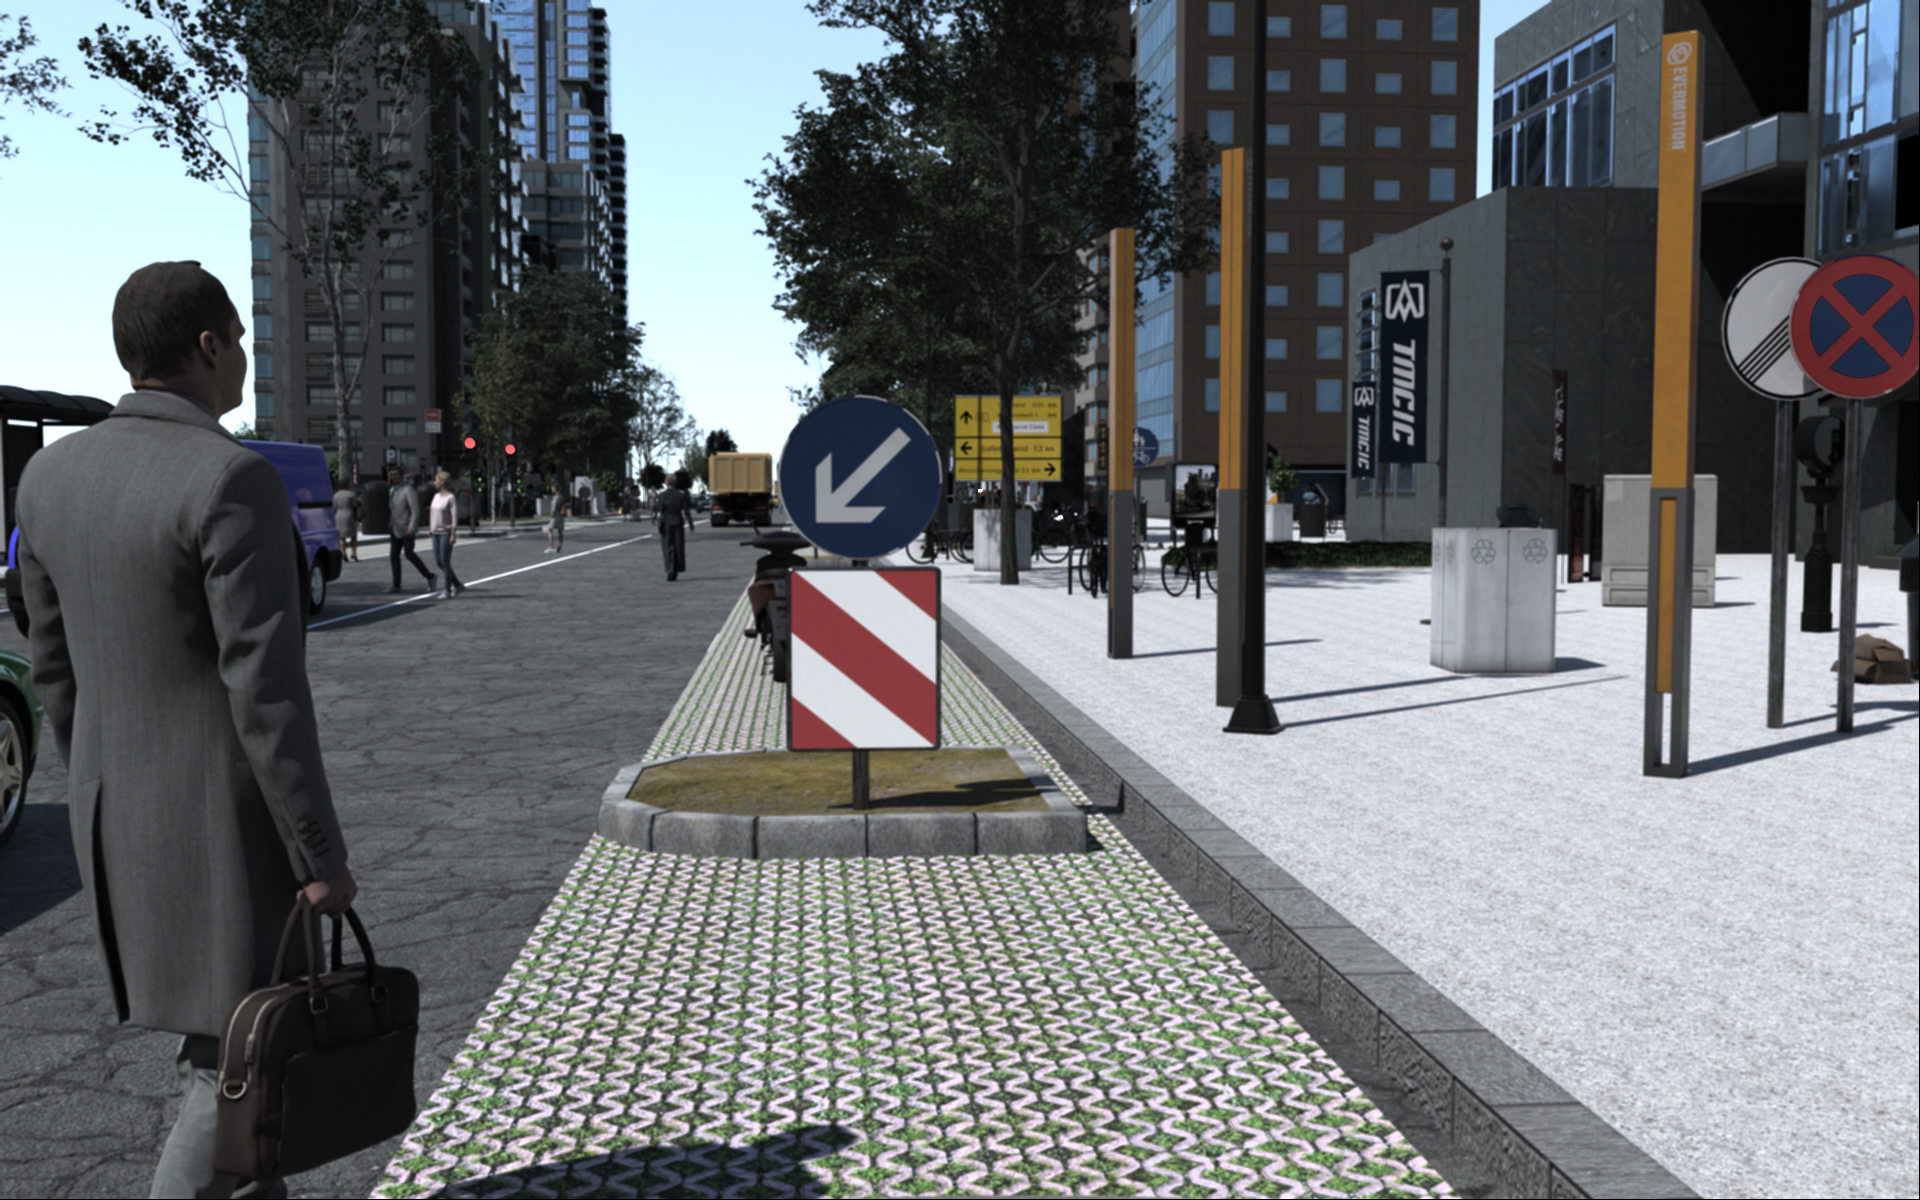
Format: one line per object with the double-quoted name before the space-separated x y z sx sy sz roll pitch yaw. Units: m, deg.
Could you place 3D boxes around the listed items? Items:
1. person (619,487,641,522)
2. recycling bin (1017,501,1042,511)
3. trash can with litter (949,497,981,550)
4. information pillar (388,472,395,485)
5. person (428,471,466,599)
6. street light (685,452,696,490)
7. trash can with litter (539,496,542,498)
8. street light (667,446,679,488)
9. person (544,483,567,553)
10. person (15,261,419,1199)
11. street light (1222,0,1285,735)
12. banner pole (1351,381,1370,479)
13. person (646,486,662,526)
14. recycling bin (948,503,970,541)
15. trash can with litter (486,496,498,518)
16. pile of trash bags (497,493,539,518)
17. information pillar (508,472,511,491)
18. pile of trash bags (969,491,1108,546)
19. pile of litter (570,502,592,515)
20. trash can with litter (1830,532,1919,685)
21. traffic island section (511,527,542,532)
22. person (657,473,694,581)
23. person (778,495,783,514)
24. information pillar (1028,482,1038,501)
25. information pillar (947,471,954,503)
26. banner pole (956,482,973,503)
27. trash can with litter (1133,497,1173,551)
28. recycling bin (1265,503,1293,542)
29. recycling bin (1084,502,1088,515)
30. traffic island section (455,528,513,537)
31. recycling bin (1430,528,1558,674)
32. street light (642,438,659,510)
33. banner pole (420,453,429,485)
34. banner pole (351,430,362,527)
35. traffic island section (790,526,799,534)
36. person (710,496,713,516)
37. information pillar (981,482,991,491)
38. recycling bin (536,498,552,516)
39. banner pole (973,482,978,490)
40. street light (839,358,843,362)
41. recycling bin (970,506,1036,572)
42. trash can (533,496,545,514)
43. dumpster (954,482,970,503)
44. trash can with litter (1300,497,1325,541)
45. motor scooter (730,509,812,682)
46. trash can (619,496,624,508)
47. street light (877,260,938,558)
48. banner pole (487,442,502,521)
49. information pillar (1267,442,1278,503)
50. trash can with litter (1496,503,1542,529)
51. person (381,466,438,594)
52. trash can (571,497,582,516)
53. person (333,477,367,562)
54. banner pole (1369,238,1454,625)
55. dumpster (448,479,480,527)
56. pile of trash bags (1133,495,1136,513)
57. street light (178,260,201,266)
"person" -16.813 -4.855 88.094 0.699 1.804 1.509 -2 4 -31
"recycling bin" 2.525 -2.846 59.081 0.722 1.027 0.722 3 5 41
"trash can with litter" 0.575 -1.759 39.816 2.233 1.210 1.678 1 4 19
"information pillar" -18.995 -3.279 58.106 0.304 2.012 0.304 -1 4 -18
"person" -7.032 -0.891 23.735 0.731 1.740 0.598 2 4 30
"street light" -29.966 -13.463 192.666 1.470 5.913 1.316 0 4 -5
"trash can with litter" -27.039 -6.038 110.111 1.055 1.170 0.624 0 4 -5
"street light" -27.727 -11.924 167.497 1.470 5.913 1.316 0 4 -5
"person" -9.888 -2.018 42.497 0.522 1.701 0.512 0 4 8
"person" -1.236 0.348 2.908 0.694 1.812 0.767 2 4 28
"street light" 1.054 -2.240 9.173 1.470 5.913 1.316 0 4 -5
"banner pole" 8.038 -2.679 33.824 0.863 3.779 0.401 2 4 26
"person" -13.913 -4.289 78.740 0.709 1.813 0.853 -3 4 -36
"recycling bin" 0.104 -2.137 47.499 0.722 1.027 0.722 2 4 30
"trash can with litter" -24.927 -4.922 91.863 0.624 1.170 1.055 -3 5 -42
"pile of trash bags" -24.940 -5.147 93.900 3.447 1.369 1.912 -2 4 -26
"information pillar" -29.190 -7.429 112.816 0.504 3.616 0.183 1 4 13
"pile of trash bags" 1.760 -2.101 44.102 3.447 1.369 1.912 3 5 42
"pile of litter" -22.936 -5.520 104.212 1.719 0.858 1.176 -1 4 -11
"trash can with litter" 6.555 -0.024 11.780 1.055 1.170 0.624 -1 4 -14
"traffic island section" -17.147 -2.694 66.331 2.009 0.180 2.903 0 4 -5
"person" -4.724 -1.207 28.650 0.576 1.772 0.534 -2 4 -34
"person" -13.116 -7.160 126.405 0.643 1.720 0.563 -3 4 -37
"information pillar" 2.809 -4.636 67.149 0.504 3.616 0.183 -3 5 -41
"information pillar" -0.377 -3.160 56.161 0.304 2.012 0.304 -2 4 -27
"banner pole" 0.005 -4.291 60.169 0.401 3.779 0.863 -1 4 -21
"trash can with litter" 4.456 -1.784 40.230 1.678 1.210 2.233 2 4 31
"recycling bin" 8.414 -2.065 46.314 0.722 1.027 0.722 -2 4 -27
"recycling bin" 3.796 -2.707 56.808 0.722 1.027 0.722 1 4 9
"traffic island section" -16.432 -2.208 58.378 2.009 0.180 2.903 0 4 -5
"recycling bin" 3.900 -0.008 12.693 0.722 1.027 0.722 0 4 -1
"street light" -25.375 -10.378 142.215 1.470 5.913 1.316 0 4 -5
"banner pole" -32.294 -7.009 104.618 0.401 3.779 0.863 2 4 28
"banner pole" -23.711 -4.741 67.528 0.863 3.779 0.401 1 4 20
"traffic island section" -5.602 -2.757 67.360 2.009 0.180 2.903 0 4 -5
"person" -15.543 -5.864 108.628 0.306 1.304 0.590 -1 4 -15
"information pillar" 1.068 -4.721 68.548 0.504 3.616 0.183 3 4 39
"recycling bin" -24.608 -5.497 102.429 0.722 1.027 0.722 -2 4 -31
"banner pole" 0.764 -6.210 91.551 0.401 3.779 0.863 -3 5 -40
"street light" -3.501 -5.313 59.405 1.470 5.913 1.316 0 4 -5
"recycling bin" 0.712 -1.002 28.930 0.722 1.027 0.722 3 5 40
"trash can" -25.588 -5.730 105.346 0.748 1.137 0.748 0 3 0
"dumpster" -0.234 -4.049 71.957 1.264 1.857 1.865 0 4 -5
"trash can with litter" 7.984 -1.606 37.314 2.233 1.210 1.678 1 4 12
"motor scooter" -1.418 -0.063 13.807 0.815 1.314 1.986 0 4 -6
"trash can" -24.626 -7.053 126.963 0.748 1.137 0.748 0 3 0
"street light" -1.161 -3.793 34.564 1.470 5.913 1.316 0 4 -5
"banner pole" -22.416 -5.714 83.433 0.401 3.779 0.863 3 5 44
"information pillar" 14.025 -5.295 77.920 0.504 3.616 0.183 1 4 9
"trash can with litter" 7.240 -0.661 22.193 0.624 1.170 1.055 0 4 5
"person" -8.019 -1.027 25.134 0.661 1.843 0.795 3 5 41
"trash can" -22.383 -5.470 101.083 0.748 1.137 0.748 0 3 0
"person" -12.882 -1.704 36.714 0.716 1.782 0.532 1 4 10
"banner pole" 4.539 -1.657 17.104 0.863 3.779 0.401 1 4 21
"dumpster" -19.424 -3.765 67.315 1.264 1.857 1.865 0 4 -5
"pile of trash bags" 3.810 -2.560 51.606 3.447 1.369 1.912 -2 4 -33
"street light" -15.750 -3.787 34.465 1.470 5.913 1.316 0 4 -5
